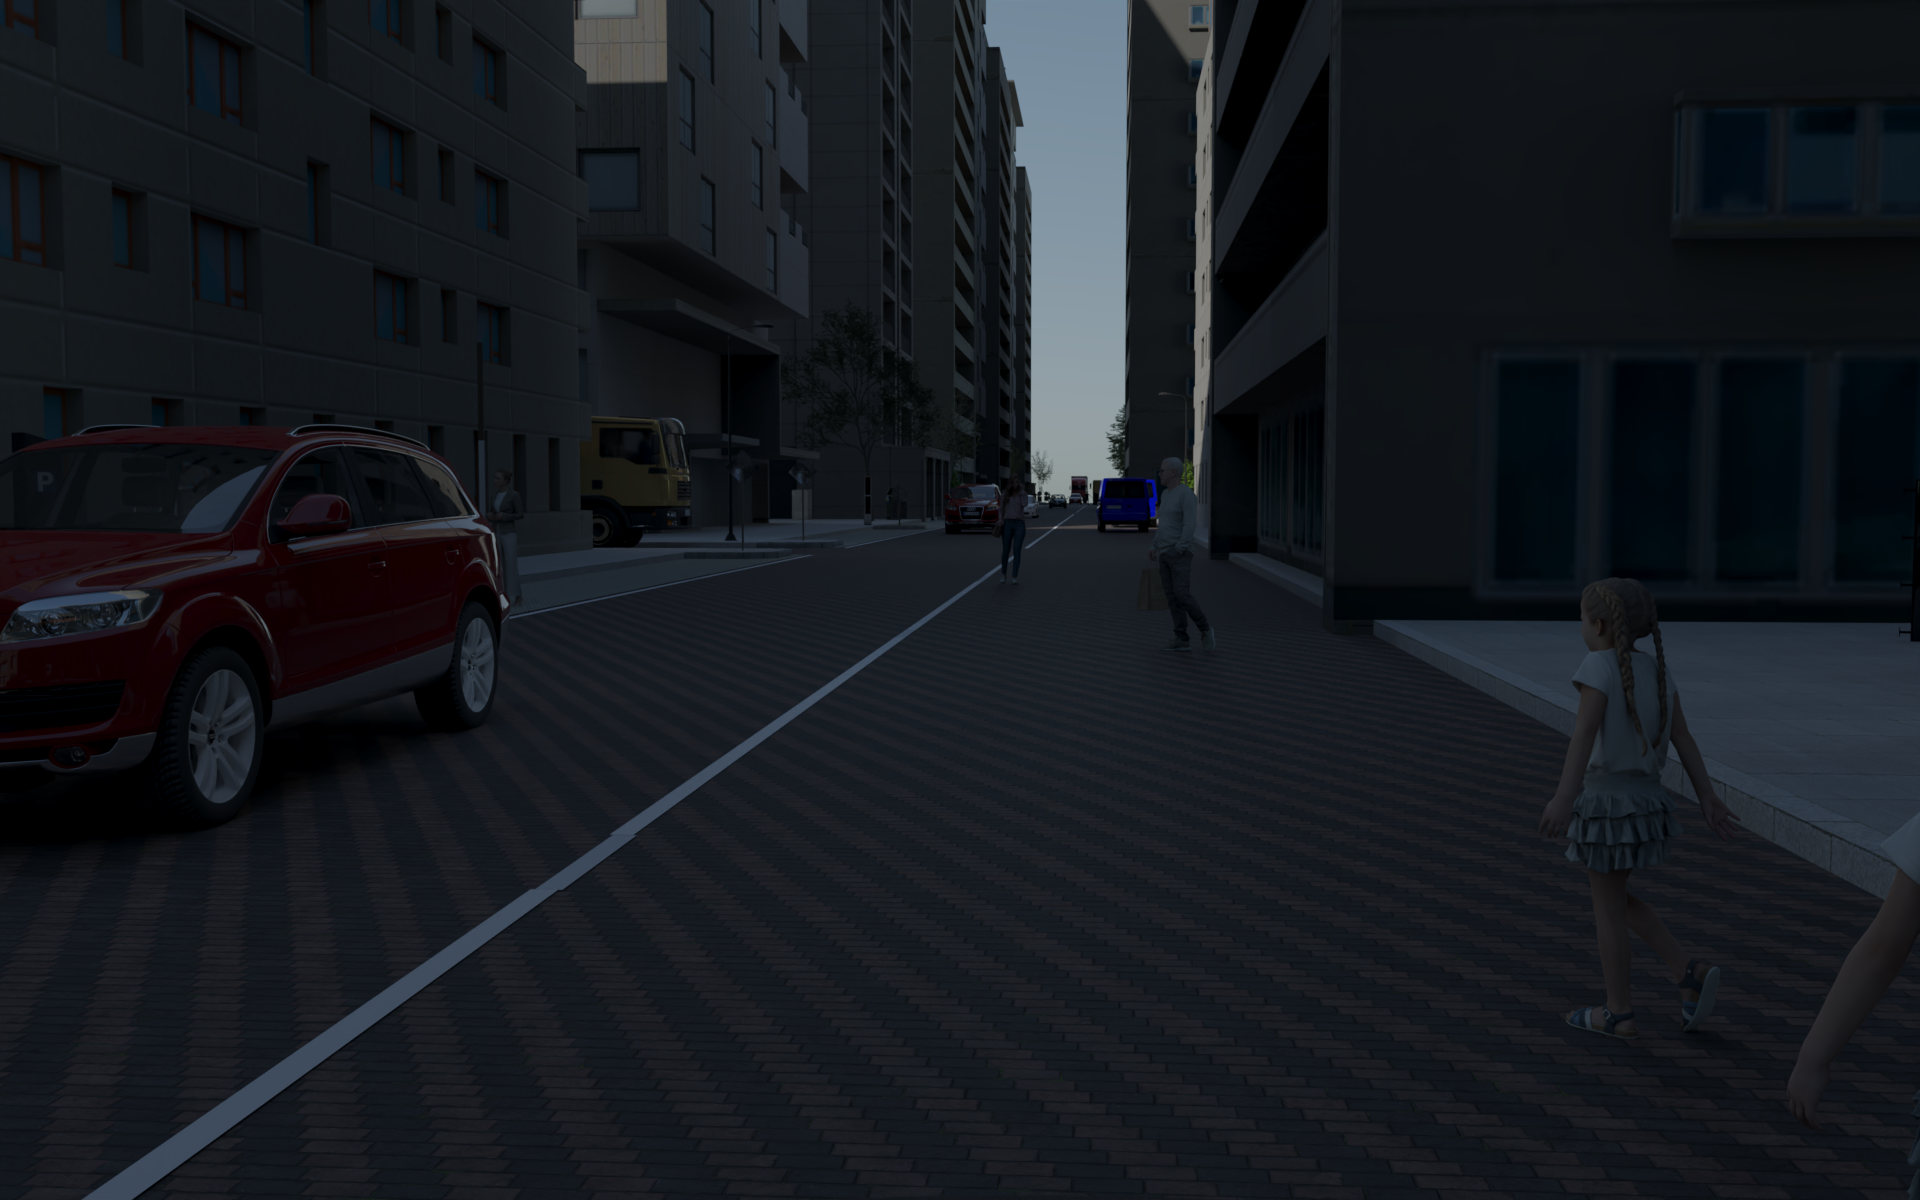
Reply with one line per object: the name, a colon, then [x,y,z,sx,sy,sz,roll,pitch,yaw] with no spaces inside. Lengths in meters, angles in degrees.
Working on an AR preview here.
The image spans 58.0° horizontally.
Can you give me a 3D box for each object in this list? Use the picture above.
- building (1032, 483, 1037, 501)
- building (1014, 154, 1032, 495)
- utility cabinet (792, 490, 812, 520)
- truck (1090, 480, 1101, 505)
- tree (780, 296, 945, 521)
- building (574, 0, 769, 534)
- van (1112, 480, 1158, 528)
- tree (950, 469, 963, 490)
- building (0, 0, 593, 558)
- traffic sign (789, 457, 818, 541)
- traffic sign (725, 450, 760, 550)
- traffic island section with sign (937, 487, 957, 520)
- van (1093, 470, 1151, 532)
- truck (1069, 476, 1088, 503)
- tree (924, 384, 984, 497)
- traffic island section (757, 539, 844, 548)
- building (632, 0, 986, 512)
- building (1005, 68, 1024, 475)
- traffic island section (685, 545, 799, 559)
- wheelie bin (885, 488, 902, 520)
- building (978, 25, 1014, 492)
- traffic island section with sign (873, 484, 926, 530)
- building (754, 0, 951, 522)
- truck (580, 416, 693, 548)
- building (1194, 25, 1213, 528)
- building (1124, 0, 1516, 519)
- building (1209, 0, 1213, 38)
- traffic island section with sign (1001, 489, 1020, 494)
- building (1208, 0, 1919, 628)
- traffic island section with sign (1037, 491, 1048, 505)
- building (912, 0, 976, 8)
building: [-4.473,-35.197,267.349,32.217,40.220,23.993,0,4,5]
building: [-1.022,-37.932,243.897,21.300,48.544,21.600,0,4,5]
utility cabinet: [-7.876,-4.745,86.266,1.173,1.500,0.318,3,5,43]
truck: [19.199,-14.548,233.782,3.469,3.379,9.791,0,4,5]
tree: [-4.399,-9.009,81.717,8.767,10.594,7.601,-3,5,-39]
building: [-20.599,-28.932,62.272,28.713,52.752,27.495,0,4,5]
van: [7.568,-4.349,75.483,2.240,2.365,5.245,0,4,4]
tree: [-0.457,-7.777,121.757,1.663,3.219,1.824,0,3,0]
building: [-24.048,-11.126,26.958,28.899,21.520,27.650,0,4,5]
traffic sign: [-4.283,-2.670,47.302,0.795,2.450,0.064,0,4,5]
traffic sign: [-4.937,-2.184,39.343,0.795,2.450,0.064,0,4,5]
traffic island section with sign: [-0.226,-5.407,97.034,1.989,1.847,2.006,0,4,5]
van: [6.250,-3.807,66.621,2.240,2.365,5.245,0,4,3]
truck: [18.658,-17.238,270.759,2.839,4.237,11.283,0,4,5]
tree: [-0.601,-10.152,116.355,4.360,8.622,3.978,0,3,0]
traffic island section: [-4.307,-1.534,47.365,2.009,0.180,2.903,0,4,5]
building: [-11.720,-34.779,157.868,28.713,52.752,27.495,0,4,5]
building: [-6.829,-38.558,219.660,28.713,52.752,27.495,0,4,5]
traffic island section: [-4.961,-1.047,39.407,2.009,0.180,2.903,0,4,5]
wheelie bin: [-3.239,-4.767,85.841,0.693,1.594,0.980,3,4,36]
building: [-5.867,-34.153,182.108,21.300,48.544,21.600,0,4,5]
traffic island section with sign: [-2.433,-3.764,70.169,1.989,1.847,2.006,0,4,5]
building: [-11.120,-40.292,97.026,20.563,71.187,20.611,0,4,5]
truck: [-10.914,-2.923,43.721,9.791,3.379,3.469,0,4,3]
building: [23.453,-13.154,60.107,28.899,21.520,27.650,0,4,5]
building: [21.317,-29.687,109.077,21.300,48.544,21.600,0,4,5]
building: [19.338,-26.501,83.399,14.600,45.320,14.200,0,4,5]
traffic island section with sign: [3.840,-8.439,146.598,1.989,1.847,2.006,0,4,5]
building: [15.278,-24.590,25.747,21.300,48.544,21.600,0,4,5]
traffic island section with sign: [12.821,-15.133,256.051,1.989,1.847,2.006,0,4,5]
building: [-10.195,-31.167,133.288,21.300,48.544,21.600,0,4,5]
